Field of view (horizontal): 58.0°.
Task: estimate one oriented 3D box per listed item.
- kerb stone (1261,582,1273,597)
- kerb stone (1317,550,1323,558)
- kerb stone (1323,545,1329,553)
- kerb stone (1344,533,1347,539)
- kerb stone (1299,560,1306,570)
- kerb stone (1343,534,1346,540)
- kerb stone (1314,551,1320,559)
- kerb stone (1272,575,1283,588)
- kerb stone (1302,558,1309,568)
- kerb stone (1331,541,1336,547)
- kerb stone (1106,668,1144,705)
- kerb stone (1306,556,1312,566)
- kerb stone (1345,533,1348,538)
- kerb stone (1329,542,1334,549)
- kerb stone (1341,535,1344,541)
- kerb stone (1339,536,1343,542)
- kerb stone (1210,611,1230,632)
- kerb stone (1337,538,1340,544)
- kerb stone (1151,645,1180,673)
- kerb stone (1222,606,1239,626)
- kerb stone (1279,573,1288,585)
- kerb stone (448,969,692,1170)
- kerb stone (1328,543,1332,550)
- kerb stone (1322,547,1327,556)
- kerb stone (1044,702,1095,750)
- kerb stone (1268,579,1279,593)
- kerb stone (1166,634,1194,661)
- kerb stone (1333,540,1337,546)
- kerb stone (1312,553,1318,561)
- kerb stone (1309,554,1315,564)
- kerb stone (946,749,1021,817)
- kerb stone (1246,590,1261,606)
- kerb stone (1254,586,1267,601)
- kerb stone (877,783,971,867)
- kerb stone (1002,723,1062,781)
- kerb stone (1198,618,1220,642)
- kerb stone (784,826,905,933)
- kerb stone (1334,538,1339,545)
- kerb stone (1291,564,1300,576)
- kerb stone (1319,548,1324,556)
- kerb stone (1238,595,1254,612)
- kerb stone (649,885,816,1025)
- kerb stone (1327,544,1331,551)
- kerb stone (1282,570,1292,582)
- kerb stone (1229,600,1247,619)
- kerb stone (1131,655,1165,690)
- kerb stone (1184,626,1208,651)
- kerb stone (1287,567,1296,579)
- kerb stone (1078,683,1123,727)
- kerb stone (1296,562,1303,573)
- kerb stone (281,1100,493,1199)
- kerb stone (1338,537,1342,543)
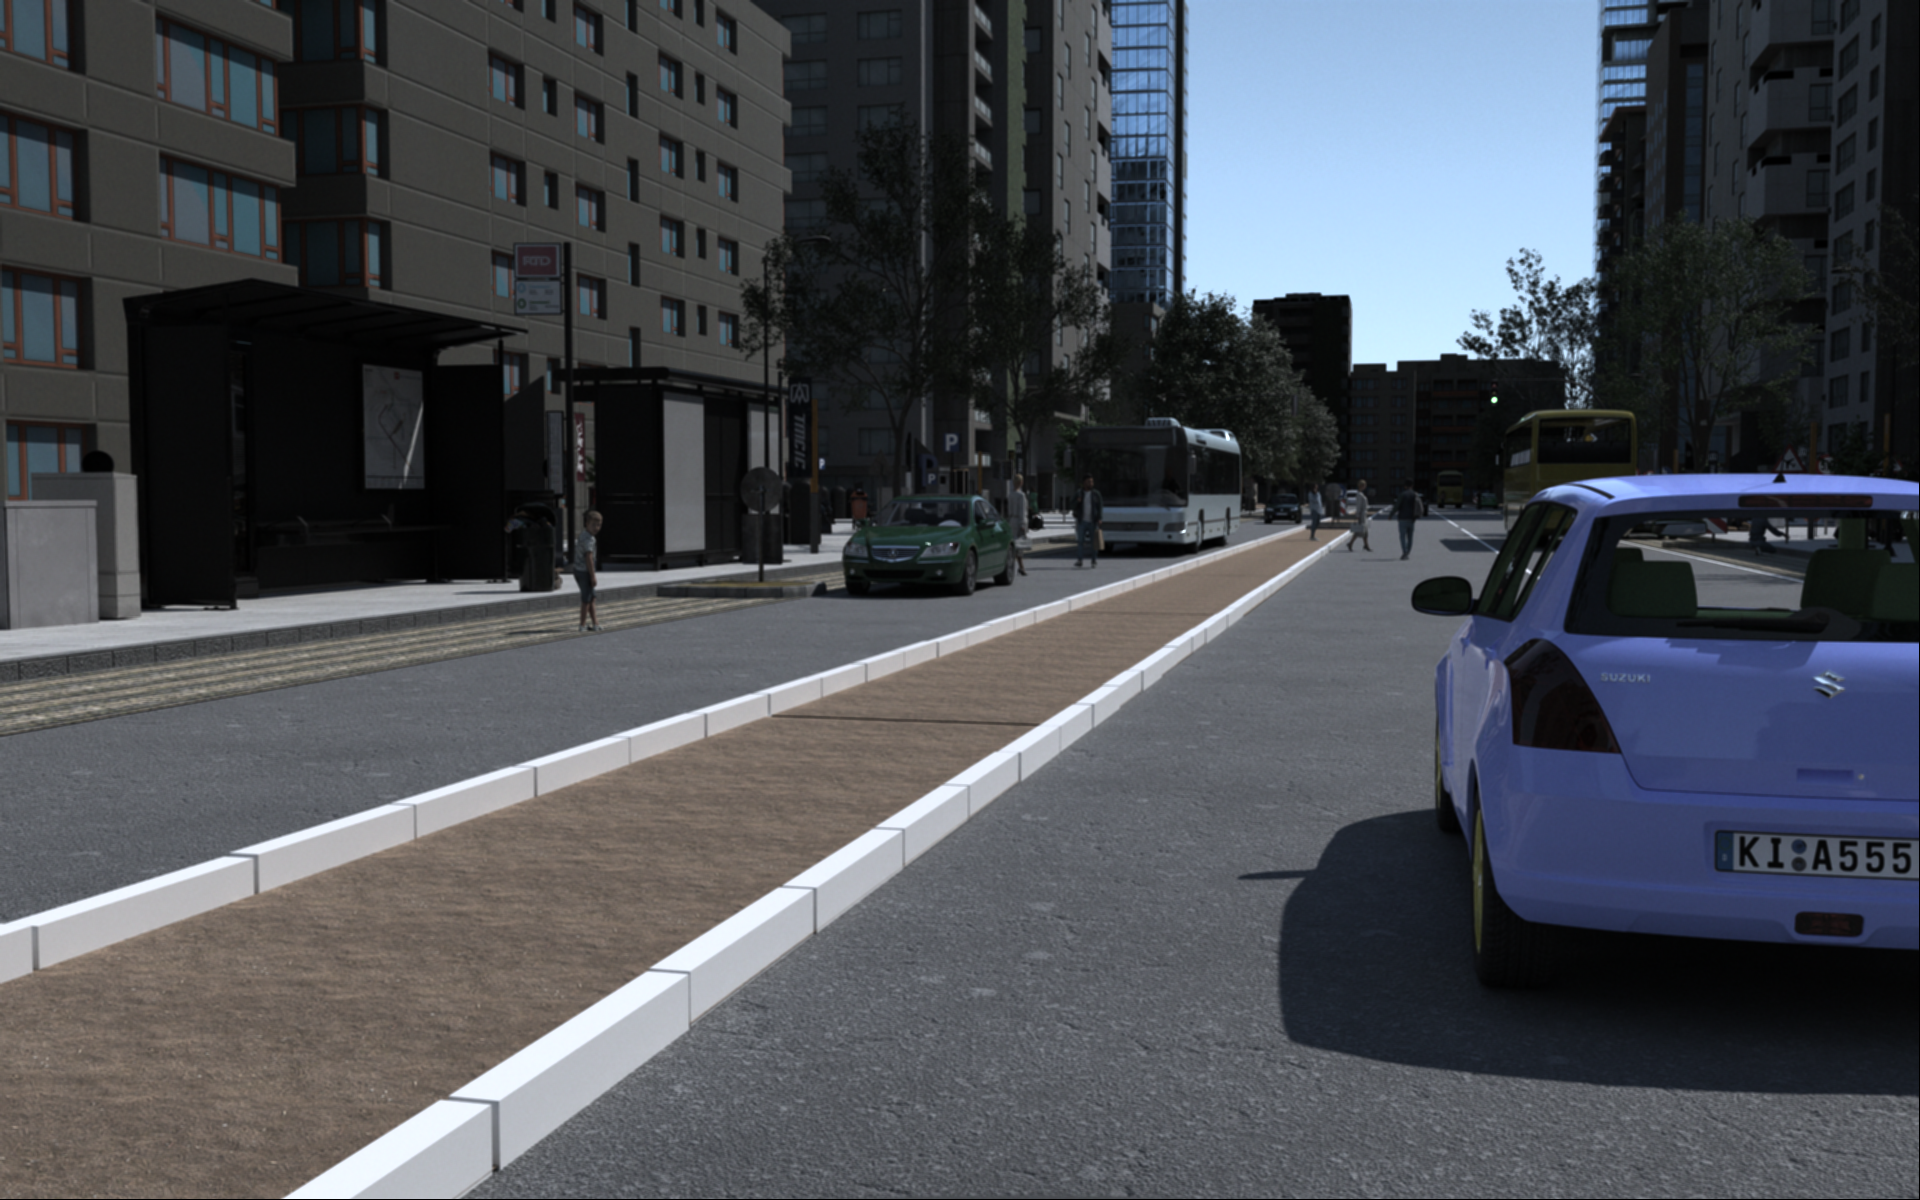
[{"bbox_3d":[4.210,-0.110,24.009,0.120,0.150,1.000,1,4,14],"label":"kerb stone"},{"bbox_3d":[7.798,-0.957,37.921,0.120,0.150,1.000,1,4,14],"label":"kerb stone"},{"bbox_3d":[8.568,-1.144,40.900,0.120,0.150,1.000,1,4,14],"label":"kerb stone"},{"bbox_3d":[11.635,-1.872,52.803,0.120,0.150,1.000,1,4,14],"label":"kerb stone"},{"bbox_3d":[6.256,-0.597,31.955,0.120,0.150,1.000,1,4,14],"label":"kerb stone"},{"bbox_3d":[11.389,-1.811,51.811,0.120,0.150,1.000,1,4,14],"label":"kerb stone"},{"bbox_3d":[7.536,-0.892,36.917,0.120,0.150,1.000,1,4,14],"label":"kerb stone"},{"bbox_3d":[4.719,-0.232,25.995,0.120,0.150,1.000,1,4,14],"label":"kerb stone"},{"bbox_3d":[6.508,-0.658,32.948,0.120,0.150,1.000,1,4,14],"label":"kerb stone"},{"bbox_3d":[9.592,-1.384,44.872,0.120,0.150,1.000,1,4,14],"label":"kerb stone"},{"bbox_3d":[1.135,0.618,12.098,0.120,0.150,1.000,1,4,14],"label":"kerb stone"},{"bbox_3d":[6.770,-0.717,33.945,0.120,0.150,1.000,1,4,14],"label":"kerb stone"},{"bbox_3d":[11.889,-1.931,53.803,0.120,0.150,1.000,1,4,14],"label":"kerb stone"},{"bbox_3d":[9.332,-1.321,43.883,0.120,0.150,1.000,1,4,14],"label":"kerb stone"},{"bbox_3d":[11.127,-1.749,50.823,0.120,0.150,1.000,1,4,14],"label":"kerb stone"},{"bbox_3d":[10.862,-1.688,49.836,0.120,0.150,1.000,1,4,14],"label":"kerb stone"},{"bbox_3d":[2.673,0.253,18.052,0.120,0.150,1.000,1,4,14],"label":"kerb stone"},{"bbox_3d":[10.353,-1.567,47.856,0.120,0.150,1.000,1,4,14],"label":"kerb stone"},{"bbox_3d":[1.644,0.501,14.078,0.120,0.150,1.000,1,4,14],"label":"kerb stone"},{"bbox_3d":[2.934,0.196,19.041,0.120,0.150,1.000,1,4,14],"label":"kerb stone"},{"bbox_3d":[4.978,-0.291,26.984,0.120,0.150,1.000,1,4,14],"label":"kerb stone"},{"bbox_3d":[-0.907,1.103,4.162,0.120,0.150,1.000,1,4,14],"label":"kerb stone"},{"bbox_3d":[9.075,-1.266,42.892,0.120,0.150,1.000,1,4,14],"label":"kerb stone"},{"bbox_3d":[8.317,-1.083,39.901,0.120,0.150,1.000,1,4,14],"label":"kerb stone"},{"bbox_3d":[0.624,0.743,10.114,0.120,0.150,1.000,1,4,14],"label":"kerb stone"},{"bbox_3d":[4.467,-0.171,24.998,0.120,0.150,1.000,1,4,14],"label":"kerb stone"},{"bbox_3d":[1.898,0.435,15.083,0.120,0.150,1.000,1,4,14],"label":"kerb stone"},{"bbox_3d":[9.845,-1.447,45.871,0.120,0.150,1.000,1,4,14],"label":"kerb stone"},{"bbox_3d":[7.284,-0.839,35.926,0.120,0.150,1.000,1,4,14],"label":"kerb stone"},{"bbox_3d":[7.029,-0.778,34.937,0.120,0.150,1.000,1,4,14],"label":"kerb stone"},{"bbox_3d":[0.108,0.860,8.131,0.120,0.150,1.000,1,4,14],"label":"kerb stone"},{"bbox_3d":[3.695,0.010,22.030,0.120,0.150,1.000,1,4,14],"label":"kerb stone"},{"bbox_3d":[3.950,-0.050,23.020,0.120,0.150,1.000,1,4,14],"label":"kerb stone"},{"bbox_3d":[-0.146,0.921,7.141,0.120,0.150,1.000,1,4,14],"label":"kerb stone"},{"bbox_3d":[0.370,0.802,9.119,0.120,0.150,1.000,1,4,14],"label":"kerb stone"},{"bbox_3d":[2.421,0.314,17.059,0.120,0.150,1.000,1,4,14],"label":"kerb stone"},{"bbox_3d":[-0.401,0.982,6.144,0.120,0.150,1.000,1,4,14],"label":"kerb stone"},{"bbox_3d":[10.100,-1.509,46.860,0.120,0.150,1.000,1,4,14],"label":"kerb stone"},{"bbox_3d":[5.745,-0.475,29.962,0.120,0.150,1.000,1,4,14],"label":"kerb stone"},{"bbox_3d":[8.045,-1.017,38.913,0.120,0.150,1.000,1,4,14],"label":"kerb stone"},{"bbox_3d":[3.438,0.071,21.029,0.120,0.150,1.000,1,4,14],"label":"kerb stone"},{"bbox_3d":[-0.659,1.042,5.155,0.120,0.150,1.000,1,4,14],"label":"kerb stone"},{"bbox_3d":[8.832,-1.197,41.890,0.120,0.150,1.000,1,4,14],"label":"kerb stone"},{"bbox_3d":[5.232,-0.353,27.974,0.120,0.150,1.000,1,4,14],"label":"kerb stone"},{"bbox_3d":[3.186,0.132,20.032,0.120,0.150,1.000,1,4,14],"label":"kerb stone"},{"bbox_3d":[1.398,0.557,13.086,0.120,0.150,1.000,1,4,14],"label":"kerb stone"},{"bbox_3d":[2.159,0.375,16.071,0.120,0.150,1.000,1,4,14],"label":"kerb stone"},{"bbox_3d":[5.489,-0.407,28.964,0.120,0.150,1.000,1,4,14],"label":"kerb stone"},{"bbox_3d":[0.887,0.681,11.107,0.120,0.150,1.000,1,4,14],"label":"kerb stone"},{"bbox_3d":[5.999,-0.536,30.962,0.120,0.150,1.000,1,4,14],"label":"kerb stone"},{"bbox_3d":[-1.167,1.163,3.174,0.120,0.150,1.000,1,4,14],"label":"kerb stone"},{"bbox_3d":[10.614,-1.628,48.844,0.120,0.150,1.000,1,4,14],"label":"kerb stone"}]
